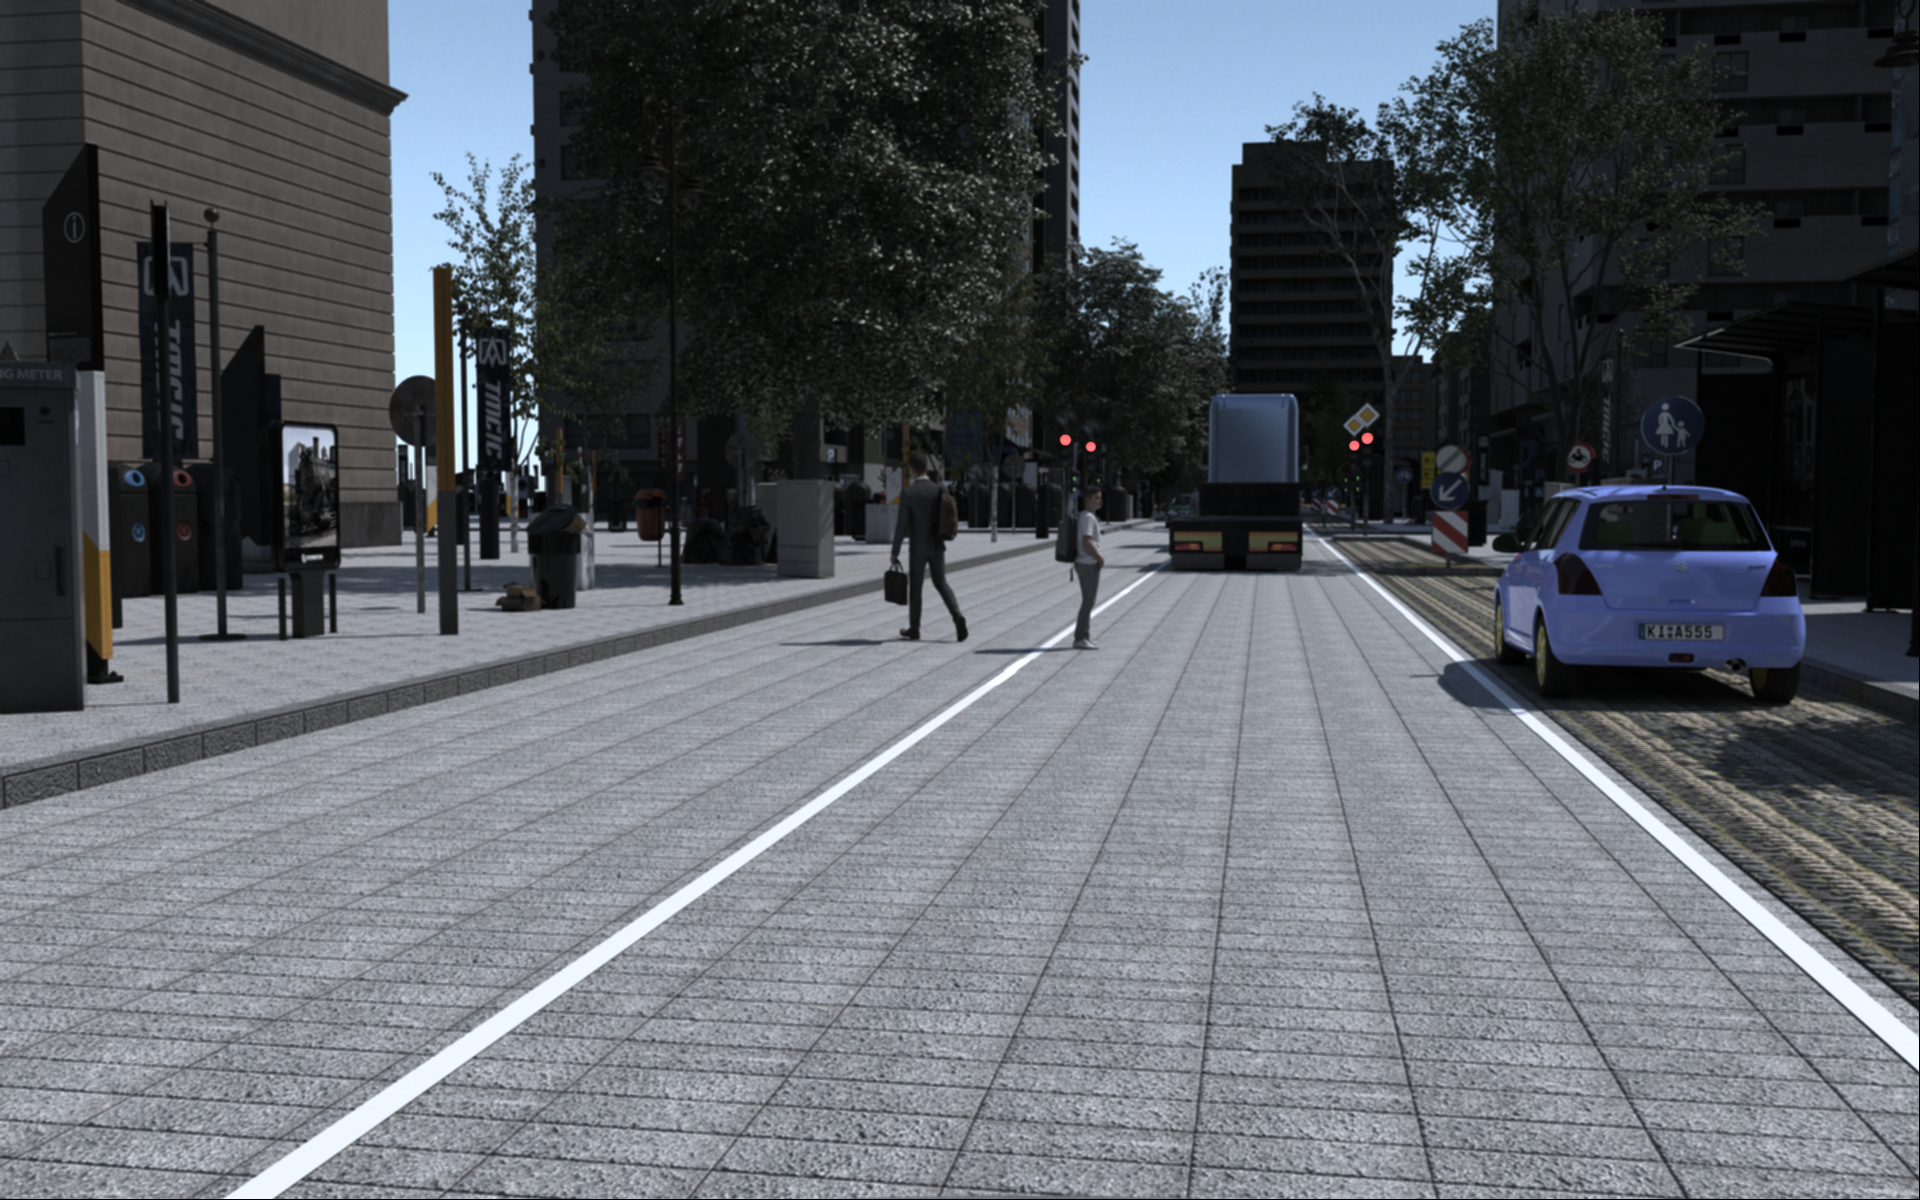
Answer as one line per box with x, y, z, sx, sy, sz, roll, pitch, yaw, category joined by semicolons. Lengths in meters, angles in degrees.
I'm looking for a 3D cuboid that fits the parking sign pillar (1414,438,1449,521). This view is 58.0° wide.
22.962;-5.809;83.445;1.447;3.967;1.447;3;5;40;parking sign pillar

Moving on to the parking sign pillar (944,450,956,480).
-0.574;-6.874;100.855;1.447;3.967;1.447;1;4;12;parking sign pillar

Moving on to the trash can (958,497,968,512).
0.182;-4.695;88.421;0.748;1.137;0.748;0;3;0;trash can

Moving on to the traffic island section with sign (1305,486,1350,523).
18.195;-4.692;85.345;1.989;1.847;2.006;1;4;10;traffic island section with sign

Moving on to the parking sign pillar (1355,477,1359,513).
27.640;-8.061;120.266;1.447;3.967;1.447;1;4;22;parking sign pillar

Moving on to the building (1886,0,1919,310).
95.912;-33.874;173.455;30.456;49.044;23.786;1;4;10;building

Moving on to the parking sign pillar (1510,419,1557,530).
20.338;-4.469;61.537;1.447;3.967;1.447;0;4;-4;parking sign pillar

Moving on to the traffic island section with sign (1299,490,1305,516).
22.979;-6.351;112.461;1.989;1.847;2.006;1;4;10;traffic island section with sign

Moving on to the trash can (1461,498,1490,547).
12.610;-1.886;42.482;0.748;1.137;0.748;0;3;0;trash can

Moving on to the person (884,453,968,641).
-0.331;-0.517;16.910;0.622;1.834;0.822;-3;4;-38;person

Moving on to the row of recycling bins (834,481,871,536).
-4.269;-2.890;54.359;3.534;1.692;1.069;2;4;34;row of recycling bins

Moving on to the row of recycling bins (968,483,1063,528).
2.059;-3.573;65.528;3.534;1.692;1.069;0;4;1;row of recycling bins

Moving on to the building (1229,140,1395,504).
48.372;-37.707;240.218;21.600;48.544;21.300;1;4;10;building

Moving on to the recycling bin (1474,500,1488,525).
21.338;-3.610;71.577;0.722;1.027;0.722;-3;5;-41;recycling bin

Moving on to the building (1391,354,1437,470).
73.851;-24.165;240.130;28.899;21.520;27.650;1;4;10;building

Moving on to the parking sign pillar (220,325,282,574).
-11.593;-2.432;28.239;1.447;3.967;1.447;3;4;38;parking sign pillar

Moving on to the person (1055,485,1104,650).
1.172;-0.302;16.034;0.523;1.515;0.503;-3;4;-38;person

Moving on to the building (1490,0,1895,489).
60.971;-34.138;147.396;28.713;52.752;27.495;1;4;10;building

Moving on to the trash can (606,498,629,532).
-11.494;-2.841;58.103;0.748;1.137;0.748;0;3;0;trash can

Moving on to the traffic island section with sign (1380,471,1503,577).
8.549;-1.363;30.911;1.989;1.847;2.006;1;4;10;traffic island section with sign

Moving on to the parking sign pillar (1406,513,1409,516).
26.532;-6.825;100.055;1.447;3.967;1.447;2;4;30;parking sign pillar

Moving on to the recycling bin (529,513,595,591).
-5.335;-0.652;23.221;0.722;1.027;0.722;0;4;1;recycling bin

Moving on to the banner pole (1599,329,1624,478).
10.010;-2.241;26.660;0.401;3.779;0.863;0;4;-3;banner pole

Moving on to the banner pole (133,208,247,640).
-6.772;-1.542;15.221;0.863;3.779;0.401;-1;4;-8;banner pole

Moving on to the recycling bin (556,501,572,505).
-15.215;-3.350;67.320;0.722;1.027;0.722;1;4;21;recycling bin

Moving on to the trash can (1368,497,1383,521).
21.956;-4.873;91.319;0.748;1.137;0.748;0;3;0;trash can

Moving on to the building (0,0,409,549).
-26.868;-14.787;39.028;25.104;27.353;12.463;1;4;10;building

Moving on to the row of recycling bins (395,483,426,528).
-21.643;-3.725;68.016;1.069;1.692;3.534;-1;4;-22;row of recycling bins

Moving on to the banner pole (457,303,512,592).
-6.336;-2.016;22.981;0.863;3.779;0.401;-2;4;-33;banner pole

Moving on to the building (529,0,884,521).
-12.203;-19.313;87.465;14.160;30.474;14.107;1;4;10;building

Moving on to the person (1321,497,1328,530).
14.528;-3.440;69.000;0.306;1.304;0.590;2;4;31;person

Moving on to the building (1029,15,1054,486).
-1.653;-44.399;164.175;20.563;71.187;20.611;1;4;10;building

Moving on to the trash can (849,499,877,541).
-2.658;-2.188;47.426;0.748;1.137;0.748;0;3;0;trash can

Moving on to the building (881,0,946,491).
-13.400;-30.420;121.063;21.300;48.544;21.600;1;4;10;building

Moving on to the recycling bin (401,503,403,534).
-18.533;-2.669;56.188;0.722;1.027;0.722;-2;4;-32;recycling bin

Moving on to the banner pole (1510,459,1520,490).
39.404;-8.148;123.244;0.863;3.779;0.401;1;4;20;banner pole

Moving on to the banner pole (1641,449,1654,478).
37.970;-6.453;95.529;0.401;3.779;0.863;-3;5;-45;banner pole

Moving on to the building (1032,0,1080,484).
-1.270;-39.727;191.543;28.212;58.520;21.231;1;4;10;building

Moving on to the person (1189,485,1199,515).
9.652;-3.793;70.791;0.678;1.792;0.850;2;4;26;person

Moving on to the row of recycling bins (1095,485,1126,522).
7.203;-4.541;81.360;1.069;1.692;3.534;0;4;-3;row of recycling bins

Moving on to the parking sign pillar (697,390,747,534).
-5.970;-3.360;43.406;1.447;3.967;1.447;2;4;35;parking sign pillar

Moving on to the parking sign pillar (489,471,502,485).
-34.177;-8.466;126.893;1.447;3.967;1.447;2;4;34;parking sign pillar

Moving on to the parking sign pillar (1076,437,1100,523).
5.549;-5.433;77.294;1.447;3.967;1.447;2;4;28;parking sign pillar

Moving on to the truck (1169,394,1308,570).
6.808;-3.132;40.966;2.967;4.110;18.799;1;4;11;truck

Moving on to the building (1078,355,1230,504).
24.016;-24.664;248.297;28.899;21.520;27.650;1;4;10;building

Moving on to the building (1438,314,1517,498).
64.496;-20.265;176.371;27.650;21.520;28.899;1;4;10;building

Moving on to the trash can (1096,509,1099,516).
8.112;-5.392;99.810;0.748;1.137;0.748;0;3;0;trash can

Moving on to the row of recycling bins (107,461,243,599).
-10.390;-0.902;21.859;1.069;1.692;3.534;1;4;11;row of recycling bins

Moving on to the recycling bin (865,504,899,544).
-1.990;-1.979;44.918;0.722;1.027;0.722;1;4;22;recycling bin

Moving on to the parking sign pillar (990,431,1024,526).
1.904;-4.983;69.947;1.447;3.967;1.447;1;4;12;parking sign pillar

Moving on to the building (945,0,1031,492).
-1.869;-30.376;146.750;14.600;45.320;14.200;1;4;10;building
